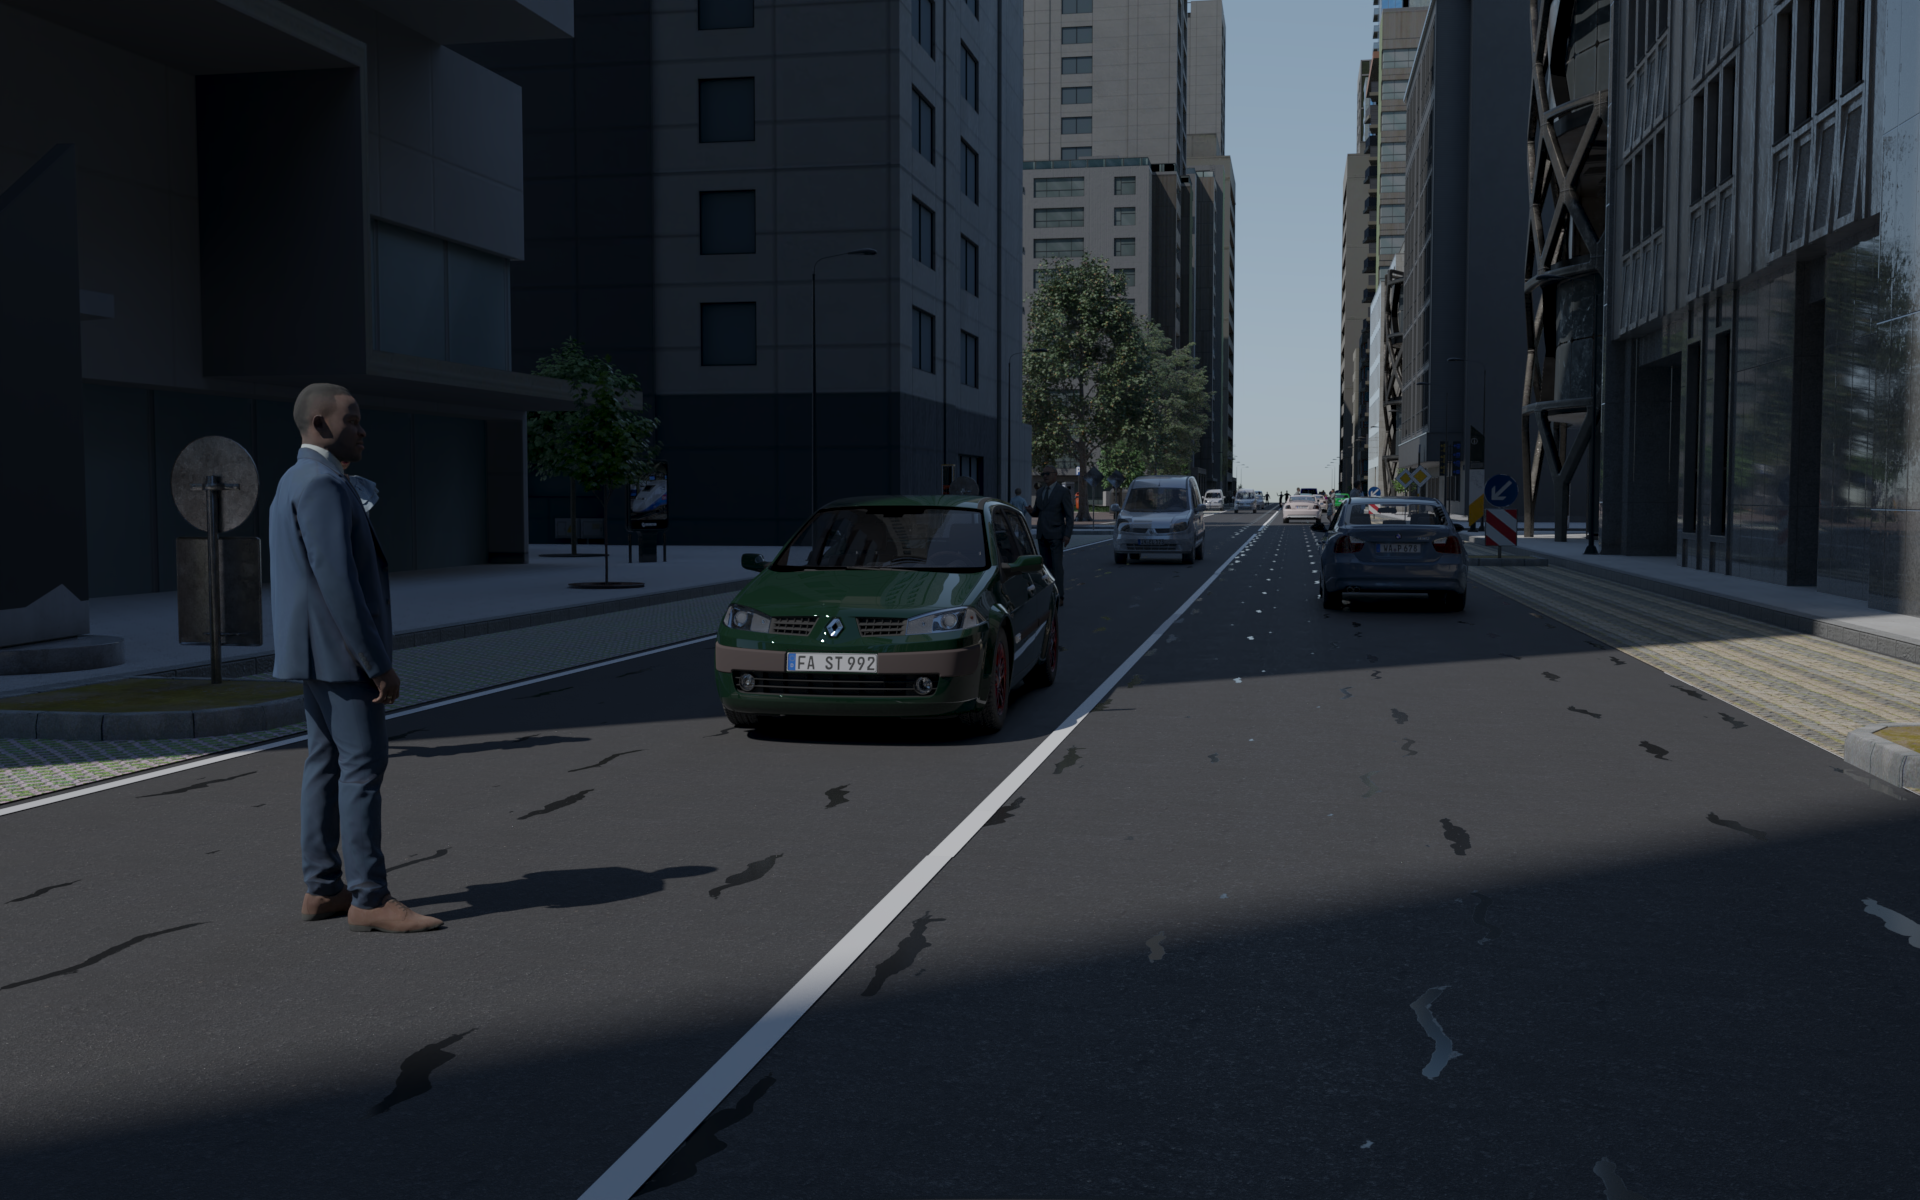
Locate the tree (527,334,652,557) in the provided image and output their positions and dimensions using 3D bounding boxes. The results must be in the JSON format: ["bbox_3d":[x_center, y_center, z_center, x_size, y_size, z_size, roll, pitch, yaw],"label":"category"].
[{"bbox_3d":[-7.889,-3.176,35.647,4.285,4.588,4.351,0,3,0],"label":"tree"}]

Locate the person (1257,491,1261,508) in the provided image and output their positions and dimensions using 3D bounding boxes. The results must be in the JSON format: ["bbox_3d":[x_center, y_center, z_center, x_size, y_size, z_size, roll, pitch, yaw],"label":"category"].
[{"bbox_3d":[30.796,-10.377,178.879,0.721,1.743,1.217,-1,4,-19],"label":"person"}]

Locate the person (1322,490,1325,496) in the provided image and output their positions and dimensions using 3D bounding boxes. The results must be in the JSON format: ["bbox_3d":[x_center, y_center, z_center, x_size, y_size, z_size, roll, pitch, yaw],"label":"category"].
[{"bbox_3d":[33.835,-9.352,161.391,0.705,1.826,1.348,0,4,-5],"label":"person"}]

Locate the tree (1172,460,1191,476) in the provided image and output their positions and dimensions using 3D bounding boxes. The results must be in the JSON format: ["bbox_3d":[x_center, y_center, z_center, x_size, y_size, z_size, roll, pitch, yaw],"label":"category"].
[{"bbox_3d":[16.705,-9.429,137.884,4.285,4.588,4.351,0,3,0],"label":"tree"}]

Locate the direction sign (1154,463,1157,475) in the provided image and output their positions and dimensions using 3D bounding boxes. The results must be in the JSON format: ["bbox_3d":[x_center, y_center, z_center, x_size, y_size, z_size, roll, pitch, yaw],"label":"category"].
[{"bbox_3d":[13.067,-7.580,115.928,0.379,3.537,0.876,1,4,16],"label":"direction sign"}]

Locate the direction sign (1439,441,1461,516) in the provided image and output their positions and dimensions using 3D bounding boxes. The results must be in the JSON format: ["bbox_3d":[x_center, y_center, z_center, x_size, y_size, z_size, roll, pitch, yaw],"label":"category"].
[{"bbox_3d":[20.991,-5.030,74.242,0.876,3.537,0.379,0,4,7],"label":"direction sign"}]

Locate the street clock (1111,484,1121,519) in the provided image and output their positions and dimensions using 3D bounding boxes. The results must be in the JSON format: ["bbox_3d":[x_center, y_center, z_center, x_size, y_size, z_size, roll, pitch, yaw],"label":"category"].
[{"bbox_3d":[7.921,-5.098,87.915,0.358,2.002,0.471,-2,4,-35],"label":"street clock"}]

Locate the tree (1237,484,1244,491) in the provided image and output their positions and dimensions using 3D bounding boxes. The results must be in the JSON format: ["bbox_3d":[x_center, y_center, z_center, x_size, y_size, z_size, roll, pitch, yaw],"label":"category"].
[{"bbox_3d":[48.519,-18.712,300.537,1.663,3.219,1.824,0,3,0],"label":"tree"}]

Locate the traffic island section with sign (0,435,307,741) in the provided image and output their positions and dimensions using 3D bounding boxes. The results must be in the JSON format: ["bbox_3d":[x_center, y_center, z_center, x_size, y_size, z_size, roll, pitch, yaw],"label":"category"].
[{"bbox_3d":[-5.071,-0.143,10.966,1.989,1.847,2.006,1,4,11],"label":"traffic island section with sign"}]

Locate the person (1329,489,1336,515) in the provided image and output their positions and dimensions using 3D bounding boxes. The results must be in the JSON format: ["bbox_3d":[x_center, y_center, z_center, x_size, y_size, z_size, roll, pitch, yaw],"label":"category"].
[{"bbox_3d":[25.472,-6.720,118.545,0.466,1.800,0.511,-1,4,-18],"label":"person"}]

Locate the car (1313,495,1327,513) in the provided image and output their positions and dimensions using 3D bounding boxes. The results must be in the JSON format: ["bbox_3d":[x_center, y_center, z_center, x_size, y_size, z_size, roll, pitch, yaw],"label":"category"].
[{"bbox_3d":[27.327,-7.414,133.582,2.083,1.381,4.827,1,4,9],"label":"car"}]

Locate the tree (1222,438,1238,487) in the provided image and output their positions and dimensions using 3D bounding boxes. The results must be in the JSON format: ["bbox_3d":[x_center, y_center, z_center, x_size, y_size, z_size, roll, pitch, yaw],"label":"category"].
[{"bbox_3d":[32.963,-16.458,219.455,4.360,8.622,3.978,0,3,0],"label":"tree"}]

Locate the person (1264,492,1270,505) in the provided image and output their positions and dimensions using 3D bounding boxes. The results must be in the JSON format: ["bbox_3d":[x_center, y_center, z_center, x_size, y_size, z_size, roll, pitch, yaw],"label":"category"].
[{"bbox_3d":[40.467,-13.406,228.237,0.990,1.755,0.434,3,5,43],"label":"person"}]

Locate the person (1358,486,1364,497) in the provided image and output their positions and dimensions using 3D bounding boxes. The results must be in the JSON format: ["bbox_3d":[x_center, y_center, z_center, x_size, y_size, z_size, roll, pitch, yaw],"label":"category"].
[{"bbox_3d":[15.723,-3.635,68.197,0.793,1.790,0.793,0,4,7],"label":"person"}]

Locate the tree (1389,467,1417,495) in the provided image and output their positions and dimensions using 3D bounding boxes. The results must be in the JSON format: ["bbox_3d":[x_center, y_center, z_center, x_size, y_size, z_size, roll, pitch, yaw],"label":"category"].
[{"bbox_3d":[27.052,-6.791,105.638,1.663,3.219,1.824,0,3,0],"label":"tree"}]

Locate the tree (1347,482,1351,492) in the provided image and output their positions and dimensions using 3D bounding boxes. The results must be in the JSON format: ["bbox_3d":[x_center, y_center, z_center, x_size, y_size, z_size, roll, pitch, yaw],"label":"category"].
[{"bbox_3d":[50.939,-14.008,223.631,1.663,3.219,1.824,0,3,0],"label":"tree"}]

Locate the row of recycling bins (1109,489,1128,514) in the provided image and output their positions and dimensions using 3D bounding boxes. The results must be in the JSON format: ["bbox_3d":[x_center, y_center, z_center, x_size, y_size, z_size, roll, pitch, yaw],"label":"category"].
[{"bbox_3d":[11.343,-6.430,112.238,3.534,1.692,1.069,2,4,26],"label":"row of recycling bins"}]

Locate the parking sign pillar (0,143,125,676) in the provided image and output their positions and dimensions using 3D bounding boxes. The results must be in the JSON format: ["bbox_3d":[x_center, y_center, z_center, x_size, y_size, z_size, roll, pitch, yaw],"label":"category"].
[{"bbox_3d":[-7.019,-1.487,12.779,1.447,3.967,1.447,0,4,2],"label":"parking sign pillar"}]

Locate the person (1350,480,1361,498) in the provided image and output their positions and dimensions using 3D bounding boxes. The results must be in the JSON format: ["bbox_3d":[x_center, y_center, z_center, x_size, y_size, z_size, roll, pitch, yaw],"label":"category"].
[{"bbox_3d":[11.719,-2.657,51.783,0.795,1.843,0.661,1,4,14],"label":"person"}]

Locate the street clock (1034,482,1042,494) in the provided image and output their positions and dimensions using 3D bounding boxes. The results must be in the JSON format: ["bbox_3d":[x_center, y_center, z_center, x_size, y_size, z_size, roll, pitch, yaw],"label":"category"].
[{"bbox_3d":[4.872,-6.342,108.255,0.471,2.002,0.358,3,4,39],"label":"street clock"}]

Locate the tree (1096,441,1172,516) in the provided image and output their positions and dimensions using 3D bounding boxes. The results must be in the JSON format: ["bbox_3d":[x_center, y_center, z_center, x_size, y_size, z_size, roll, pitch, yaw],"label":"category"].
[{"bbox_3d":[9.710,-7.346,103.818,4.285,4.588,4.351,0,3,0],"label":"tree"}]

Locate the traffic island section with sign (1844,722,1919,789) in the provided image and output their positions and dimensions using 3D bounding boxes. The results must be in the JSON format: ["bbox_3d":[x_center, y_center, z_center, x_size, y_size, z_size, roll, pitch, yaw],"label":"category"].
[{"bbox_3d":[5.647,-0.001,8.652,1.989,1.847,2.006,1,4,11],"label":"traffic island section with sign"}]

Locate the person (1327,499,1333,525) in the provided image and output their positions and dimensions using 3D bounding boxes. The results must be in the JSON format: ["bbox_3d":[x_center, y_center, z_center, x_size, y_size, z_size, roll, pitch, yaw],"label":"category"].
[{"bbox_3d":[17.029,-4.030,79.402,0.382,1.210,0.505,-1,4,-12],"label":"person"}]

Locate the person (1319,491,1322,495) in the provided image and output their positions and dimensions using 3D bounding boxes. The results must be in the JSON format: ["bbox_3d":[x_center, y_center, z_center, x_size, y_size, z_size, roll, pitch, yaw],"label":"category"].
[{"bbox_3d":[40.715,-11.430,196.054,0.621,1.740,0.551,2,4,35],"label":"person"}]

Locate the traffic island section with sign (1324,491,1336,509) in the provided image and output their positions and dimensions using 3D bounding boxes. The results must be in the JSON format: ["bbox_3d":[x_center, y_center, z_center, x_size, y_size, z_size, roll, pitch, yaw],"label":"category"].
[{"bbox_3d":[41.128,-11.225,192.159,1.989,1.847,2.006,1,4,11],"label":"traffic island section with sign"}]

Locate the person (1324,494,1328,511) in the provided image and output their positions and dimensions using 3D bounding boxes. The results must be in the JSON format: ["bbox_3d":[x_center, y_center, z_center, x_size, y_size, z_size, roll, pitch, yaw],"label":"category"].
[{"bbox_3d":[31.857,-8.488,150.499,0.599,1.433,0.991,3,4,36],"label":"person"}]

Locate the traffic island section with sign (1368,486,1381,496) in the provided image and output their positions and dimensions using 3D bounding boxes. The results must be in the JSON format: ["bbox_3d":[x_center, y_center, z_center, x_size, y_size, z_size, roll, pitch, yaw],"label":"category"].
[{"bbox_3d":[21.376,-4.973,89.931,1.989,1.847,2.006,1,4,11],"label":"traffic island section with sign"}]

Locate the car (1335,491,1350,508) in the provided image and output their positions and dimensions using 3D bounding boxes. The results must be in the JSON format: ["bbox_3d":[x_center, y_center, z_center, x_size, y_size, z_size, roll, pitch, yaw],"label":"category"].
[{"bbox_3d":[34.223,-8.976,155.550,1.959,1.807,4.718,1,4,11],"label":"car"}]

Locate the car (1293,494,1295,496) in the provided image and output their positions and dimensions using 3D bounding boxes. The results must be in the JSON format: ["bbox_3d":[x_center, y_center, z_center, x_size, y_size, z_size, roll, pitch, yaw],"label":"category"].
[{"bbox_3d":[36.122,-10.723,184.113,1.959,1.807,4.718,1,4,10],"label":"car"}]

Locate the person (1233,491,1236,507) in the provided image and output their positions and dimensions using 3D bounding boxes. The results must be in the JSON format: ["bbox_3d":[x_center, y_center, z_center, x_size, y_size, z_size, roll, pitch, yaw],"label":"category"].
[{"bbox_3d":[30.388,-11.193,191.520,0.705,1.822,1.348,1,4,16],"label":"person"}]

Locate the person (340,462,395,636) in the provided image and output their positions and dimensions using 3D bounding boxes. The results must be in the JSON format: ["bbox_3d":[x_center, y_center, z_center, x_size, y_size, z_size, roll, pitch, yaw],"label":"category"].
[{"bbox_3d":[-3.408,-0.048,9.385,0.616,1.811,0.778,-3,4,-38],"label":"person"}]

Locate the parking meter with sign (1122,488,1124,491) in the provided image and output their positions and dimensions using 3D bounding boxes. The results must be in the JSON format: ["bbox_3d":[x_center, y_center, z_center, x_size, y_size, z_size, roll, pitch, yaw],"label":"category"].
[{"bbox_3d":[13.093,-8.845,140.882,1.738,3.016,0.543,0,4,-6],"label":"parking meter with sign"}]

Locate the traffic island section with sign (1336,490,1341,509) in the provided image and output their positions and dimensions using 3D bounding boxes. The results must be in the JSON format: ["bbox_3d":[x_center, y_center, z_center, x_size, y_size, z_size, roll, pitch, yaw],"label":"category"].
[{"bbox_3d":[26.479,-6.592,116.401,1.989,1.847,2.006,1,4,11],"label":"traffic island section with sign"}]

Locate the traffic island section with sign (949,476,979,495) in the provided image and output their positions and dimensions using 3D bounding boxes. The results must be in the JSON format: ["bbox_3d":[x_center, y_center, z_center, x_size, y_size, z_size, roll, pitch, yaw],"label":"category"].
[{"bbox_3d":[0.046,-1.762,37.433,1.989,1.847,2.006,1,4,11],"label":"traffic island section with sign"}]

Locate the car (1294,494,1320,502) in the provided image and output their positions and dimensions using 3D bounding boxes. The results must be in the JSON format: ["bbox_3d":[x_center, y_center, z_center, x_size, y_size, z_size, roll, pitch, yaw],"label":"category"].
[{"bbox_3d":[22.965,-6.360,115.787,2.131,1.459,4.920,1,4,11],"label":"car"}]

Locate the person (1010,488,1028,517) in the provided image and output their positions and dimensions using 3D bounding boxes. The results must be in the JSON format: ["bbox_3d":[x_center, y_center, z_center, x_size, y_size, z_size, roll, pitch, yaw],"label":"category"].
[{"bbox_3d":[1.612,-2.321,48.255,0.589,1.601,0.330,1,4,10],"label":"person"}]

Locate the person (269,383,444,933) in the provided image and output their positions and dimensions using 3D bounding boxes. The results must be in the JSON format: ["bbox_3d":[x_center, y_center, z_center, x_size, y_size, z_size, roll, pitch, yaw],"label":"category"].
[{"bbox_3d":[-2.082,0.177,5.791,0.419,1.800,0.721,-3,5,-40],"label":"person"}]

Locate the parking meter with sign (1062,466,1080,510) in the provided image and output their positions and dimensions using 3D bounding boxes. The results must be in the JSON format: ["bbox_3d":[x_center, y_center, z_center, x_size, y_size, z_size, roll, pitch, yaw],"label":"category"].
[{"bbox_3d":[6.771,-6.880,108.744,1.738,3.016,0.543,-2,4,-30],"label":"parking meter with sign"}]

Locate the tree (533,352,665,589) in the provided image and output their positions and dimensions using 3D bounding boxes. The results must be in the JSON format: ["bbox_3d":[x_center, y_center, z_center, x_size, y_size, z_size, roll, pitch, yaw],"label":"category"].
[{"bbox_3d":[-4.788,-1.775,23.619,1.663,3.219,1.824,0,3,0],"label":"tree"}]

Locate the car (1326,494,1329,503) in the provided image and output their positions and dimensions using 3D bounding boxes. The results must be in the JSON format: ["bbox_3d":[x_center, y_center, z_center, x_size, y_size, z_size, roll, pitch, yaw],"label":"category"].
[{"bbox_3d":[53.500,-14.993,254.914,2.009,1.686,4.222,1,4,11],"label":"car"}]

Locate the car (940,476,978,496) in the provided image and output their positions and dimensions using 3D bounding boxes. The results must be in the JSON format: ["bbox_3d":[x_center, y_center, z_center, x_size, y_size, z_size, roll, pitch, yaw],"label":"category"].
[{"bbox_3d":[-0.356,-0.573,19.162,2.009,1.686,4.222,1,4,13],"label":"car"}]

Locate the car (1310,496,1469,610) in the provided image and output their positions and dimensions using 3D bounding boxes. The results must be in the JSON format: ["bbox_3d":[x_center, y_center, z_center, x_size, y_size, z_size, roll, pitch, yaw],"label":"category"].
[{"bbox_3d":[5.634,-0.659,22.784,2.014,1.417,4.499,1,4,11],"label":"car"}]

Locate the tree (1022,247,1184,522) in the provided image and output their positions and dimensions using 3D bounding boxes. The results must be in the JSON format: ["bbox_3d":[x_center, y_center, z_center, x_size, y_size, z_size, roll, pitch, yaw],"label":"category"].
[{"bbox_3d":[5.671,-10.022,80.862,9.611,12.733,9.660,0,3,0],"label":"tree"}]

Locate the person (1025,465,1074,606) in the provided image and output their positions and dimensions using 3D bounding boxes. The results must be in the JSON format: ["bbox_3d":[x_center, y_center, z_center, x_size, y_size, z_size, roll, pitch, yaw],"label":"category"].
[{"bbox_3d":[1.129,-0.830,22.240,0.661,1.801,0.590,3,4,39],"label":"person"}]

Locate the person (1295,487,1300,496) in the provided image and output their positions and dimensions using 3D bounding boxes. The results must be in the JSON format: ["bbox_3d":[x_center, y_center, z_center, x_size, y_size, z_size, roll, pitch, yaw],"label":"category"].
[{"bbox_3d":[18.916,-5.387,96.679,0.767,1.812,0.694,0,4,-2],"label":"person"}]

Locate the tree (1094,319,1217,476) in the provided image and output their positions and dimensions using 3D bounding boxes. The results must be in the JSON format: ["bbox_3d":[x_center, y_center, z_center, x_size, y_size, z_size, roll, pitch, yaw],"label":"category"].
[{"bbox_3d":[13.970,-13.353,124.982,9.857,13.997,8.962,0,3,0],"label":"tree"}]

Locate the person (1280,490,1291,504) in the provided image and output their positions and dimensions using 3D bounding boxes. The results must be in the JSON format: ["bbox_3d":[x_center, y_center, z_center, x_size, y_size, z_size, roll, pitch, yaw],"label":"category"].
[{"bbox_3d":[32.972,-10.167,174.758,1.348,1.821,0.705,1,4,22],"label":"person"}]

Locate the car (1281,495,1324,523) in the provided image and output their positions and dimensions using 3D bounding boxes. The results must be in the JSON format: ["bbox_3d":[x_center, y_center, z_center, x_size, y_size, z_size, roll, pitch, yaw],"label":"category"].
[{"bbox_3d":[16.947,-4.487,85.725,2.083,1.381,4.827,1,4,12],"label":"car"}]

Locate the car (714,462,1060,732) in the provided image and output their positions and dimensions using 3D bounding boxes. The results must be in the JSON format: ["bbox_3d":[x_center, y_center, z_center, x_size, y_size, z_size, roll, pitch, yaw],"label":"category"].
[{"bbox_3d":[-0.360,-0.122,11.787,2.009,1.686,4.222,1,4,10],"label":"car"}]

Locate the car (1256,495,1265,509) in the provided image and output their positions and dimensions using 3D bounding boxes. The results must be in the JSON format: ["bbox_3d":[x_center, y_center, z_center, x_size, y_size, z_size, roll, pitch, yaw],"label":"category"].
[{"bbox_3d":[28.373,-9.453,166.924,2.083,1.381,4.827,1,4,10],"label":"car"}]

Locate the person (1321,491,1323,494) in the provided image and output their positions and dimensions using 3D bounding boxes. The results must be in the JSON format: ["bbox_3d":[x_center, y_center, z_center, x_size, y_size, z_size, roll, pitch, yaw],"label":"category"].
[{"bbox_3d":[43.044,-12.068,206.345,0.617,1.759,0.750,3,4,37],"label":"person"}]

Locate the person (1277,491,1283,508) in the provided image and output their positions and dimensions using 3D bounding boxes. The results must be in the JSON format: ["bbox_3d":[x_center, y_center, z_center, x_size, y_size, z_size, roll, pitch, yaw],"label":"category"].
[{"bbox_3d":[32.921,-10.343,178.411,0.742,1.727,0.445,2,4,25],"label":"person"}]

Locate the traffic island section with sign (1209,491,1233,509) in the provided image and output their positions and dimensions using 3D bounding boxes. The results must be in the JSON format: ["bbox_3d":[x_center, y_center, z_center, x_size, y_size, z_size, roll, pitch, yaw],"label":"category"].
[{"bbox_3d":[24.925,-9.635,166.165,1.989,1.847,2.006,1,4,11],"label":"traffic island section with sign"}]

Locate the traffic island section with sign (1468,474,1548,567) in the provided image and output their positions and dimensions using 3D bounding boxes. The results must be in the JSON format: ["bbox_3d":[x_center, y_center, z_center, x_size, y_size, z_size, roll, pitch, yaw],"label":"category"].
[{"bbox_3d":[10.765,-1.620,35.119,1.989,1.847,2.006,1,4,11],"label":"traffic island section with sign"}]
